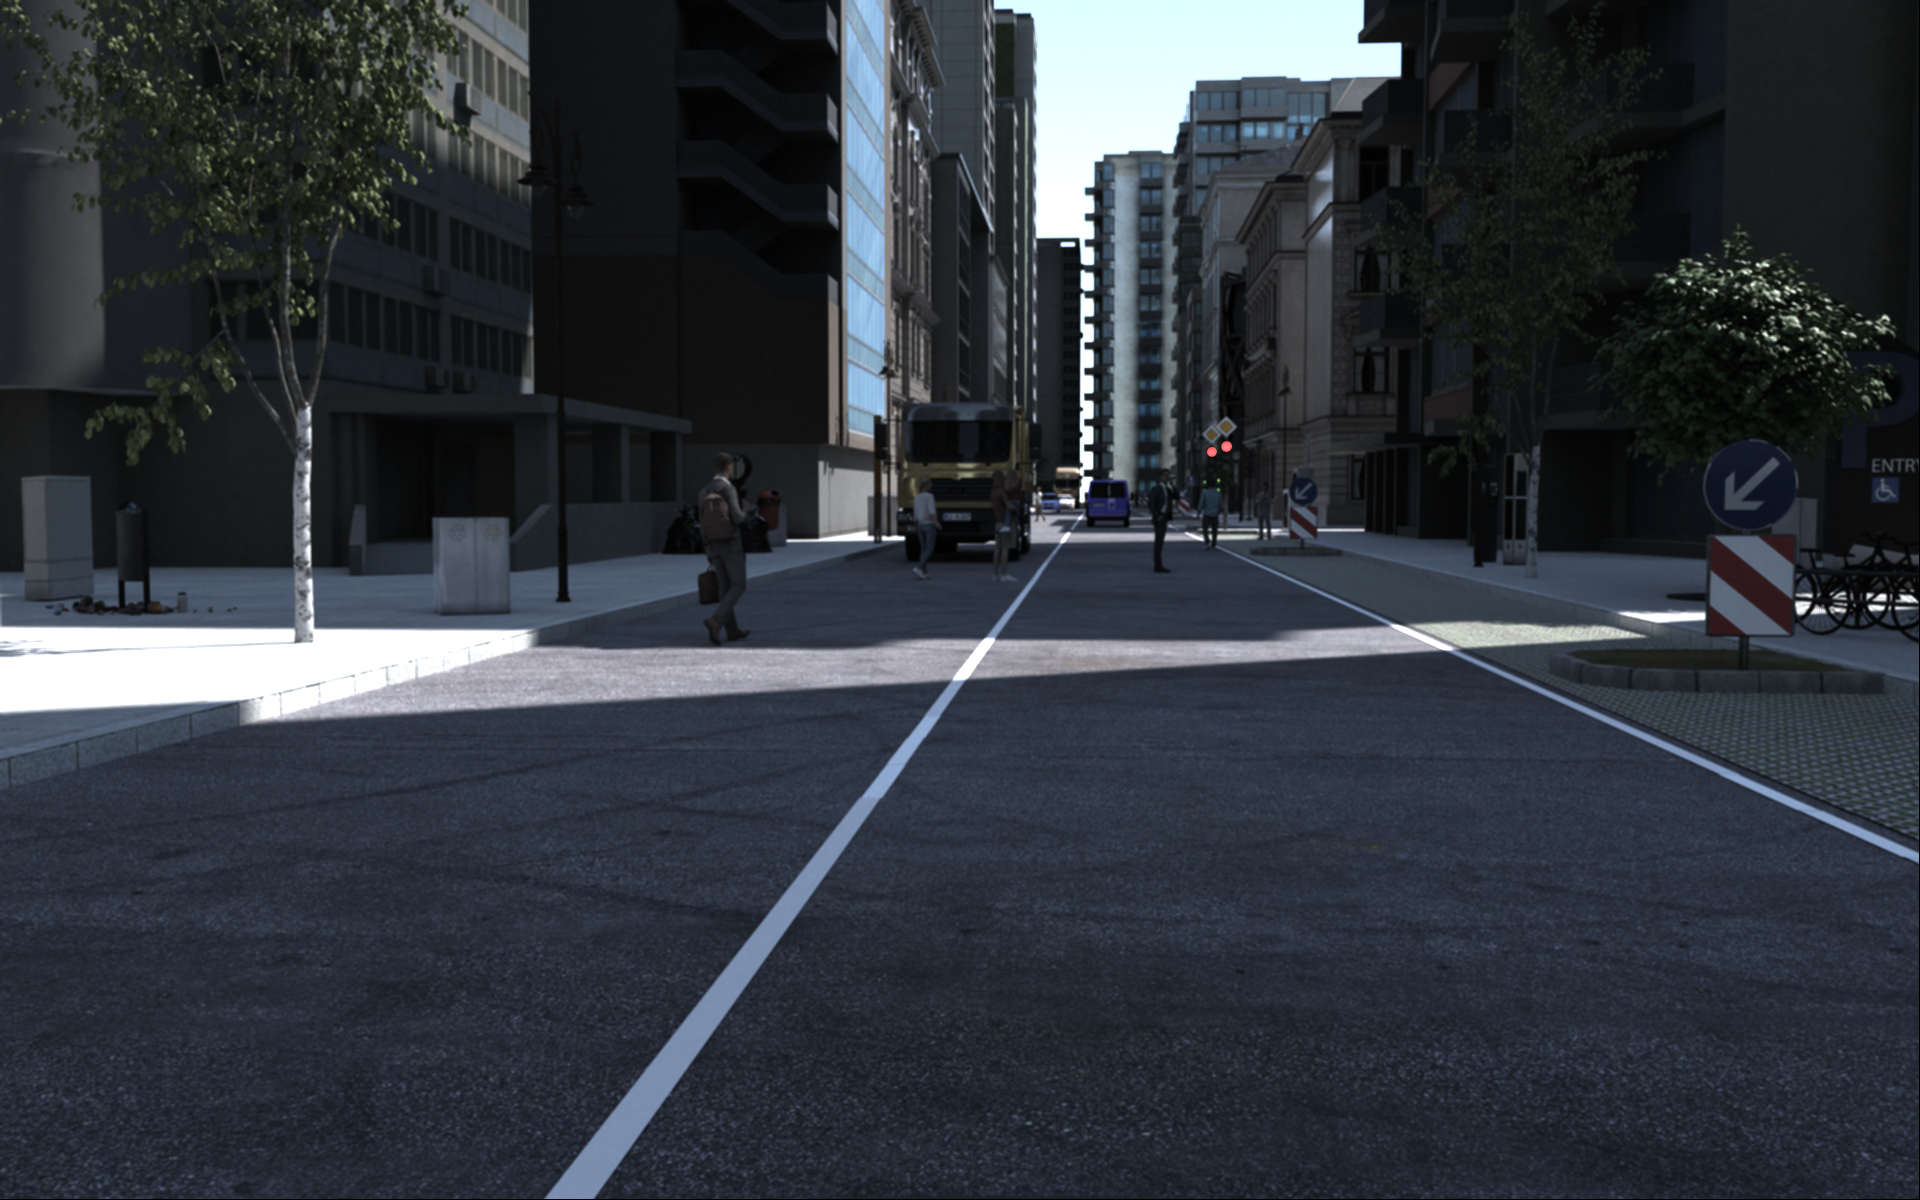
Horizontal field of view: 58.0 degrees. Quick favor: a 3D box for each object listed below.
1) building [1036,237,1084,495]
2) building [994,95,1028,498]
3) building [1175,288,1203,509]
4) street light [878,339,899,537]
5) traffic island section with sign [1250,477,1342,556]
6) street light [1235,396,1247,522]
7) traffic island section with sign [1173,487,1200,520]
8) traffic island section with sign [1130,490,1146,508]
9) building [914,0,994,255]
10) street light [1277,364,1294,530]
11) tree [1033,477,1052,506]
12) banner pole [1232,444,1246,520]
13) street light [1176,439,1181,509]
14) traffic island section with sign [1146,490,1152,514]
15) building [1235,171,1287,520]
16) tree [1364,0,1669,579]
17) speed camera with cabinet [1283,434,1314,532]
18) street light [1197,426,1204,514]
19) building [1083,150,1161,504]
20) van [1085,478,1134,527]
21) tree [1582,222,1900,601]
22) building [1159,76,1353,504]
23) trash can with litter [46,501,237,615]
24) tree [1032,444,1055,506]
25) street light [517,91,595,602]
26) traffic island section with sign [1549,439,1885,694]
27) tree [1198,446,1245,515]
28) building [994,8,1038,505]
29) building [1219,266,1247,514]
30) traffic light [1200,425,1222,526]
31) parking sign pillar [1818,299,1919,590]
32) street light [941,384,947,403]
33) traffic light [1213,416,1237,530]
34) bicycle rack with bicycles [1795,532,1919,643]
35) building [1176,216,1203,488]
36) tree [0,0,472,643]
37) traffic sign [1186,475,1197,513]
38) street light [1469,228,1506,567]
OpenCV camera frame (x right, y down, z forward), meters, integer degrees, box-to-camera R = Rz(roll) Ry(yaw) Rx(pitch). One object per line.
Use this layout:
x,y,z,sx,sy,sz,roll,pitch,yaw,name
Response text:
5.529,-33.896,246.074,23.993,40.220,32.217,0,4,5,building
-0.561,-29.975,173.684,14.154,41.232,14.086,0,4,5,building
34.381,-19.209,159.105,27.650,21.520,28.899,0,4,5,building
-2.131,-4.834,51.829,0.468,5.910,1.993,0,4,5,street light
7.844,-1.955,40.591,1.989,1.847,2.006,0,4,5,traffic island section with sign
13.057,-6.582,80.409,0.468,5.910,1.993,0,4,5,street light
12.290,-5.363,96.319,1.989,1.847,2.006,0,4,5,traffic island section with sign
20.503,-11.654,199.162,1.989,1.847,2.006,0,4,5,traffic island section with sign
-5.164,-43.885,155.765,20.563,71.187,20.611,0,4,5,building
11.575,-5.438,61.701,0.468,5.910,1.993,0,4,5,street light
8.683,-11.961,190.160,1.663,3.219,1.824,0,3,0,tree
13.856,-5.872,86.032,0.863,3.779,0.401,3,5,41,banner pole
18.170,-10.477,144.084,0.468,5.910,1.993,0,4,5,street light
14.484,-7.045,123.805,1.989,1.847,2.006,0,4,5,traffic island section with sign
20.721,-13.952,92.743,10.561,19.102,19.286,0,4,5,building
8.617,-4.647,26.344,4.737,8.622,4.395,0,3,0,tree
11.301,-3.887,57.893,0.660,3.252,2.038,0,4,-2,speed camera with cabinet
15.635,-8.547,112.534,0.468,5.910,1.993,0,4,5,street light
32.456,-37.944,239.995,30.456,49.044,23.786,0,4,5,building
6.633,-4.449,77.131,2.240,2.365,5.245,0,4,6,van
9.387,-2.289,21.147,4.285,4.588,4.351,0,3,0,tree
36.258,-35.655,202.572,23.786,49.044,30.456,0,4,5,building
-9.201,-0.488,19.041,2.233,1.210,1.678,2,4,35,trash can with litter
7.844,-14.374,185.383,4.360,8.622,3.978,0,3,0,tree
-4.725,-2.916,20.457,0.468,5.910,1.993,0,4,5,street light
5.673,-0.287,13.319,1.989,1.847,2.006,0,4,5,traffic island section with sign
16.343,-7.517,106.625,4.285,4.588,4.351,0,3,0,tree
-4.853,-40.909,210.857,28.212,58.520,21.231,0,4,5,building
25.813,-15.203,116.022,16.820,18.784,16.811,0,4,5,building
10.165,-4.971,70.189,0.839,4.253,0.868,0,4,5,traffic light
12.625,-2.157,23.736,1.447,3.967,1.447,1,4,10,parking sign pillar
-0.615,-6.024,71.275,0.468,5.910,1.993,0,4,5,street light
9.530,-4.484,62.229,0.839,4.253,0.868,0,4,5,traffic light
8.546,-0.146,15.765,2.852,0.926,2.925,-3,4,-36,bicycle rack with bicycles
29.714,-25.055,181.349,14.160,30.474,14.107,0,4,5,building
-5.845,-3.946,14.883,4.737,8.622,4.395,0,3,0,tree
15.604,-7.139,116.831,0.768,2.556,0.104,1,4,12,traffic sign
9.143,-3.521,30.360,0.468,5.910,1.993,0,4,5,street light
